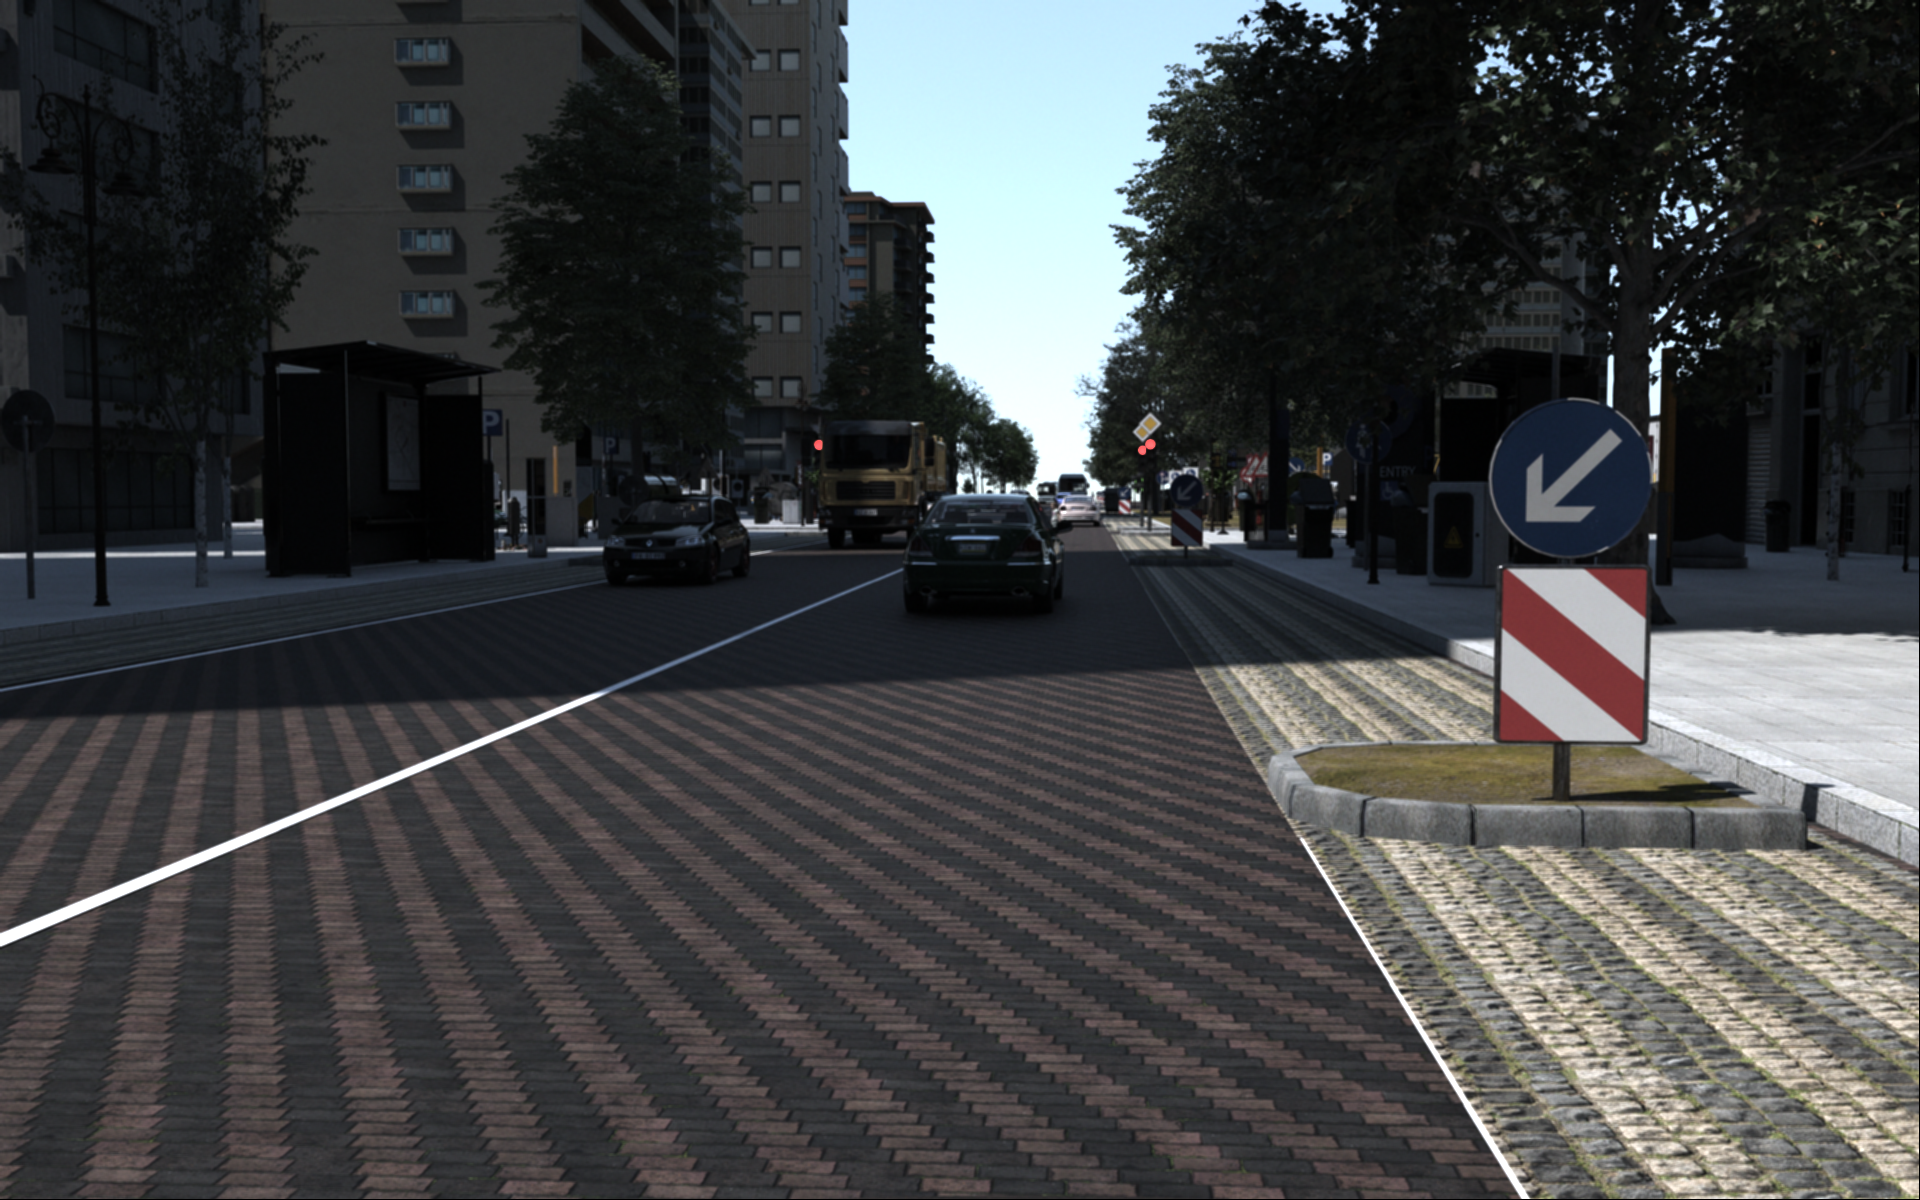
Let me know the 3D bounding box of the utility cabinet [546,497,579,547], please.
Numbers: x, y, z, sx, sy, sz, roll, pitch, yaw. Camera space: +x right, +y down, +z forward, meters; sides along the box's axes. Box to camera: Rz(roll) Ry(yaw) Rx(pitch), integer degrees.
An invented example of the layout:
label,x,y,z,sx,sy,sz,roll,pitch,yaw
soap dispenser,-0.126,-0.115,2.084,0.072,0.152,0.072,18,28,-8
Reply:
label,x,y,z,sx,sy,sz,roll,pitch,yaw
utility cabinet,-9.836,-1.901,42.246,1.020,1.237,0.306,1,4,13

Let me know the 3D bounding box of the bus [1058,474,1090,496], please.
label,x,y,z,sx,sy,sz,roll,pitch,yaw
bus,10.752,-10.354,164.152,2.948,3.499,13.247,0,4,5

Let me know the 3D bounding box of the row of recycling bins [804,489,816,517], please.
label,x,y,z,sx,sy,sz,roll,pitch,yaw
row of recycling bins,-7.189,-5.557,97.975,3.534,1.692,1.069,1,4,11

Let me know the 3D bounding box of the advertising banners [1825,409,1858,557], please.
label,x,y,z,sx,sy,sz,roll,pitch,yaw
advertising banners,17.977,-2.390,35.261,0.090,3.025,2.074,3,5,40

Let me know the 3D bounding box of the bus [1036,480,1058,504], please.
label,x,y,z,sx,sy,sz,roll,pitch,yaw
bus,13.018,-15.867,254.281,2.948,3.499,13.247,0,4,6

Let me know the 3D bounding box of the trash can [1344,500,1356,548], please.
label,x,y,z,sx,sy,sz,roll,pitch,yaw
trash can,9.488,-1.804,41.142,0.748,1.137,0.748,0,3,0

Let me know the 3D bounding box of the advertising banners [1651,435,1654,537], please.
label,x,y,z,sx,sy,sz,roll,pitch,yaw
advertising banners,21.121,-3.379,51.427,2.074,3.025,0.090,1,4,18

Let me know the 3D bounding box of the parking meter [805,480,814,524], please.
label,x,y,z,sx,sy,sz,roll,pitch,yaw
parking meter,-6.382,-4.145,73.487,0.255,1.863,0.399,1,4,17

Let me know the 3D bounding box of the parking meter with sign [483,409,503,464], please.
label,x,y,z,sx,sy,sz,roll,pitch,yaw
parking meter with sign,-10.079,-2.452,36.358,0.543,3.016,1.738,-2,4,-29

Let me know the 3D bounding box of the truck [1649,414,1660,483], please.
label,x,y,z,sx,sy,sz,roll,pitch,yaw
truck,30.160,-4.459,61.824,11.283,4.237,2.839,0,4,3

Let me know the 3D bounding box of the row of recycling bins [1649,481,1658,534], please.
label,x,y,z,sx,sy,sz,roll,pitch,yaw
row of recycling bins,21.252,-3.000,56.166,3.534,1.692,1.069,1,4,22

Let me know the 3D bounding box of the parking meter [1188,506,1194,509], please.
label,x,y,z,sx,sy,sz,roll,pitch,yaw
parking meter,12.829,-5.373,96.254,0.372,1.533,0.369,0,3,0

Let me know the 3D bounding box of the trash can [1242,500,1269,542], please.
label,x,y,z,sx,sy,sz,roll,pitch,yaw
trash can,7.561,-1.993,44.235,0.748,1.137,0.748,0,3,0

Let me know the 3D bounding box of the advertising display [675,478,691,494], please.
label,x,y,z,sx,sy,sz,roll,pitch,yaw
advertising display,-11.551,-4.042,71.303,0.974,1.923,0.123,0,4,7

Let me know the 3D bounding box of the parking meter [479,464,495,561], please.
label,x,y,z,sx,sy,sz,roll,pitch,yaw
parking meter,-9.183,-1.696,33.440,0.255,1.863,0.399,-3,5,-41

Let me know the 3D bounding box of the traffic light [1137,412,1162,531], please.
label,x,y,z,sx,sy,sz,roll,pitch,yaw
traffic light,6.499,-4.314,59.454,0.839,4.253,0.868,0,4,4

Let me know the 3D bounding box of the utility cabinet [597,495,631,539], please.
label,x,y,z,sx,sy,sz,roll,pitch,yaw
utility cabinet,-9.758,-2.325,49.182,1.020,1.237,0.306,1,4,12

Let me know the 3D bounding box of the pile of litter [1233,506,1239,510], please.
label,x,y,z,sx,sy,sz,roll,pitch,yaw
pile of litter,21.845,-7.527,137.034,1.176,0.858,1.719,0,4,8

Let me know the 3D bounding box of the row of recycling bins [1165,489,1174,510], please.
label,x,y,z,sx,sy,sz,roll,pitch,yaw
row of recycling bins,16.618,-8.005,138.002,1.069,1.692,3.534,1,4,9

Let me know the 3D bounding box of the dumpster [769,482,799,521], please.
label,x,y,z,sx,sy,sz,roll,pitch,yaw
dumpster,-8.494,-4.725,83.007,1.264,1.857,1.865,0,4,4

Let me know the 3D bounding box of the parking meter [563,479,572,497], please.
label,x,y,z,sx,sy,sz,roll,pitch,yaw
parking meter,-15.549,-3.850,68.663,0.255,1.863,0.399,0,4,-1

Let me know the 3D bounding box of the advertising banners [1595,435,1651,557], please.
label,x,y,z,sx,sy,sz,roll,pitch,yaw
advertising banners,12.976,-2.406,35.519,2.074,3.025,0.090,1,4,19

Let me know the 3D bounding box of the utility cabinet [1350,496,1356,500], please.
label,x,y,z,sx,sy,sz,roll,pitch,yaw
utility cabinet,31.619,-7.869,139.822,1.020,1.237,0.306,2,4,35

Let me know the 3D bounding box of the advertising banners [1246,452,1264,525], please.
label,x,y,z,sx,sy,sz,roll,pitch,yaw
advertising banners,12.386,-4.614,71.624,0.090,3.025,2.074,-1,4,-23

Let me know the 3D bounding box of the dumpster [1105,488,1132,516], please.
label,x,y,z,sx,sy,sz,roll,pitch,yaw
dumpster,10.485,-6.516,114.760,1.865,1.857,1.264,0,4,5

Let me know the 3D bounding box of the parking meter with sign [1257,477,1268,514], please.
label,x,y,z,sx,sy,sz,roll,pitch,yaw
parking meter with sign,19.608,-6.971,110.231,1.738,3.016,0.543,-2,4,-26

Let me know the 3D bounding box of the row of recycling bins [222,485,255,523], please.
label,x,y,z,sx,sy,sz,roll,pitch,yaw
row of recycling bins,-33.244,-4.383,78.768,1.069,1.692,3.534,1,4,10

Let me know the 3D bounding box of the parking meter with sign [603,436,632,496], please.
label,x,y,z,sx,sy,sz,roll,pitch,yaw
parking meter with sign,-10.102,-3.470,52.997,0.543,3.016,1.738,2,4,30

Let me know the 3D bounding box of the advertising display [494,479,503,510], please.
label,x,y,z,sx,sy,sz,roll,pitch,yaw
advertising display,-20.710,-4.371,76.675,0.974,1.923,0.123,1,4,16

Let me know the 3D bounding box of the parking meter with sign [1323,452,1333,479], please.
label,x,y,z,sx,sy,sz,roll,pitch,yaw
parking meter with sign,15.049,-4.627,71.912,0.543,3.016,1.738,1,4,22

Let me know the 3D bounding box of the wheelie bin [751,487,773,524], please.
label,x,y,z,sx,sy,sz,roll,pitch,yaw
wheelie bin,-8.516,-4.074,74.523,0.980,1.594,0.693,0,4,-1

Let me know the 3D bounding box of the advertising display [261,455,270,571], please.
label,x,y,z,sx,sy,sz,roll,pitch,yaw
advertising display,-11.723,-1.476,29.351,0.123,1.923,0.974,-1,4,-19

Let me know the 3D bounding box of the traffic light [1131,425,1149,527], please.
label,x,y,z,sx,sy,sz,roll,pitch,yaw
traffic light,7.078,-4.801,67.418,0.839,4.253,0.868,0,4,4

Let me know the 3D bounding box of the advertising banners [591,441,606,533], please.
label,x,y,z,sx,sy,sz,roll,pitch,yaw
advertising banners,-11.832,-3.703,56.732,0.090,3.025,2.074,-2,4,-24

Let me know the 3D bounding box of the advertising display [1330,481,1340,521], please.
label,x,y,z,sx,sy,sz,roll,pitch,yaw
advertising display,18.014,-4.832,84.214,0.123,1.923,0.974,-3,5,-41

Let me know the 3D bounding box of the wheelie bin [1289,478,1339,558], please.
label,x,y,z,sx,sy,sz,roll,pitch,yaw
wheelie bin,7.078,-1.644,34.790,0.980,1.594,0.693,0,4,-7

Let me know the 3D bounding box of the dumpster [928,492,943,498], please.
label,x,y,z,sx,sy,sz,roll,pitch,yaw
dumpster,-1.784,-7.866,134.362,1.264,1.857,1.865,0,4,4

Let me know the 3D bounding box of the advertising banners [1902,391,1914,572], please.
label,x,y,z,sx,sy,sz,roll,pitch,yaw
advertising banners,15.964,-2.014,29.122,0.090,3.025,2.074,2,4,30

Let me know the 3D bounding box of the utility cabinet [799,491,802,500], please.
label,x,y,z,sx,sy,sz,roll,pitch,yaw
utility cabinet,-11.623,-7.250,127.213,0.318,1.500,1.173,0,4,-4

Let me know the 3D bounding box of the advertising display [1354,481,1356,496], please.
label,x,y,z,sx,sy,sz,roll,pitch,yaw
advertising display,20.391,-5.038,87.588,0.974,1.923,0.123,-1,4,-11

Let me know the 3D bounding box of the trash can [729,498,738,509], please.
label,x,y,z,sx,sy,sz,roll,pitch,yaw
trash can,-7.702,-2.781,57.117,0.748,1.137,0.748,0,3,0

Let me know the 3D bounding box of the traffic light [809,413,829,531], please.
label,x,y,z,sx,sy,sz,roll,pitch,yaw
traffic light,-4.833,-4.363,60.258,0.839,4.253,0.868,0,4,4

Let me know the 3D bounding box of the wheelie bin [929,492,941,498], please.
label,x,y,z,sx,sy,sz,roll,pitch,yaw
wheelie bin,-1.881,-7.507,130.643,0.980,1.594,0.693,-2,4,-29

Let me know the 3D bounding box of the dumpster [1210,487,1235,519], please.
label,x,y,z,sx,sy,sz,roll,pitch,yaw
dumpster,13.348,-5.055,88.410,1.264,1.857,1.865,0,4,4

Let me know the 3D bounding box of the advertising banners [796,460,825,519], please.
label,x,y,z,sx,sy,sz,roll,pitch,yaw
advertising banners,-7.544,-5.675,88.966,2.074,3.025,0.090,-3,4,-36

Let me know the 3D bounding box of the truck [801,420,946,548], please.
label,x,y,z,sx,sy,sz,roll,pitch,yaw
truck,-2.083,-3.204,48.307,3.469,3.379,9.791,0,4,5
